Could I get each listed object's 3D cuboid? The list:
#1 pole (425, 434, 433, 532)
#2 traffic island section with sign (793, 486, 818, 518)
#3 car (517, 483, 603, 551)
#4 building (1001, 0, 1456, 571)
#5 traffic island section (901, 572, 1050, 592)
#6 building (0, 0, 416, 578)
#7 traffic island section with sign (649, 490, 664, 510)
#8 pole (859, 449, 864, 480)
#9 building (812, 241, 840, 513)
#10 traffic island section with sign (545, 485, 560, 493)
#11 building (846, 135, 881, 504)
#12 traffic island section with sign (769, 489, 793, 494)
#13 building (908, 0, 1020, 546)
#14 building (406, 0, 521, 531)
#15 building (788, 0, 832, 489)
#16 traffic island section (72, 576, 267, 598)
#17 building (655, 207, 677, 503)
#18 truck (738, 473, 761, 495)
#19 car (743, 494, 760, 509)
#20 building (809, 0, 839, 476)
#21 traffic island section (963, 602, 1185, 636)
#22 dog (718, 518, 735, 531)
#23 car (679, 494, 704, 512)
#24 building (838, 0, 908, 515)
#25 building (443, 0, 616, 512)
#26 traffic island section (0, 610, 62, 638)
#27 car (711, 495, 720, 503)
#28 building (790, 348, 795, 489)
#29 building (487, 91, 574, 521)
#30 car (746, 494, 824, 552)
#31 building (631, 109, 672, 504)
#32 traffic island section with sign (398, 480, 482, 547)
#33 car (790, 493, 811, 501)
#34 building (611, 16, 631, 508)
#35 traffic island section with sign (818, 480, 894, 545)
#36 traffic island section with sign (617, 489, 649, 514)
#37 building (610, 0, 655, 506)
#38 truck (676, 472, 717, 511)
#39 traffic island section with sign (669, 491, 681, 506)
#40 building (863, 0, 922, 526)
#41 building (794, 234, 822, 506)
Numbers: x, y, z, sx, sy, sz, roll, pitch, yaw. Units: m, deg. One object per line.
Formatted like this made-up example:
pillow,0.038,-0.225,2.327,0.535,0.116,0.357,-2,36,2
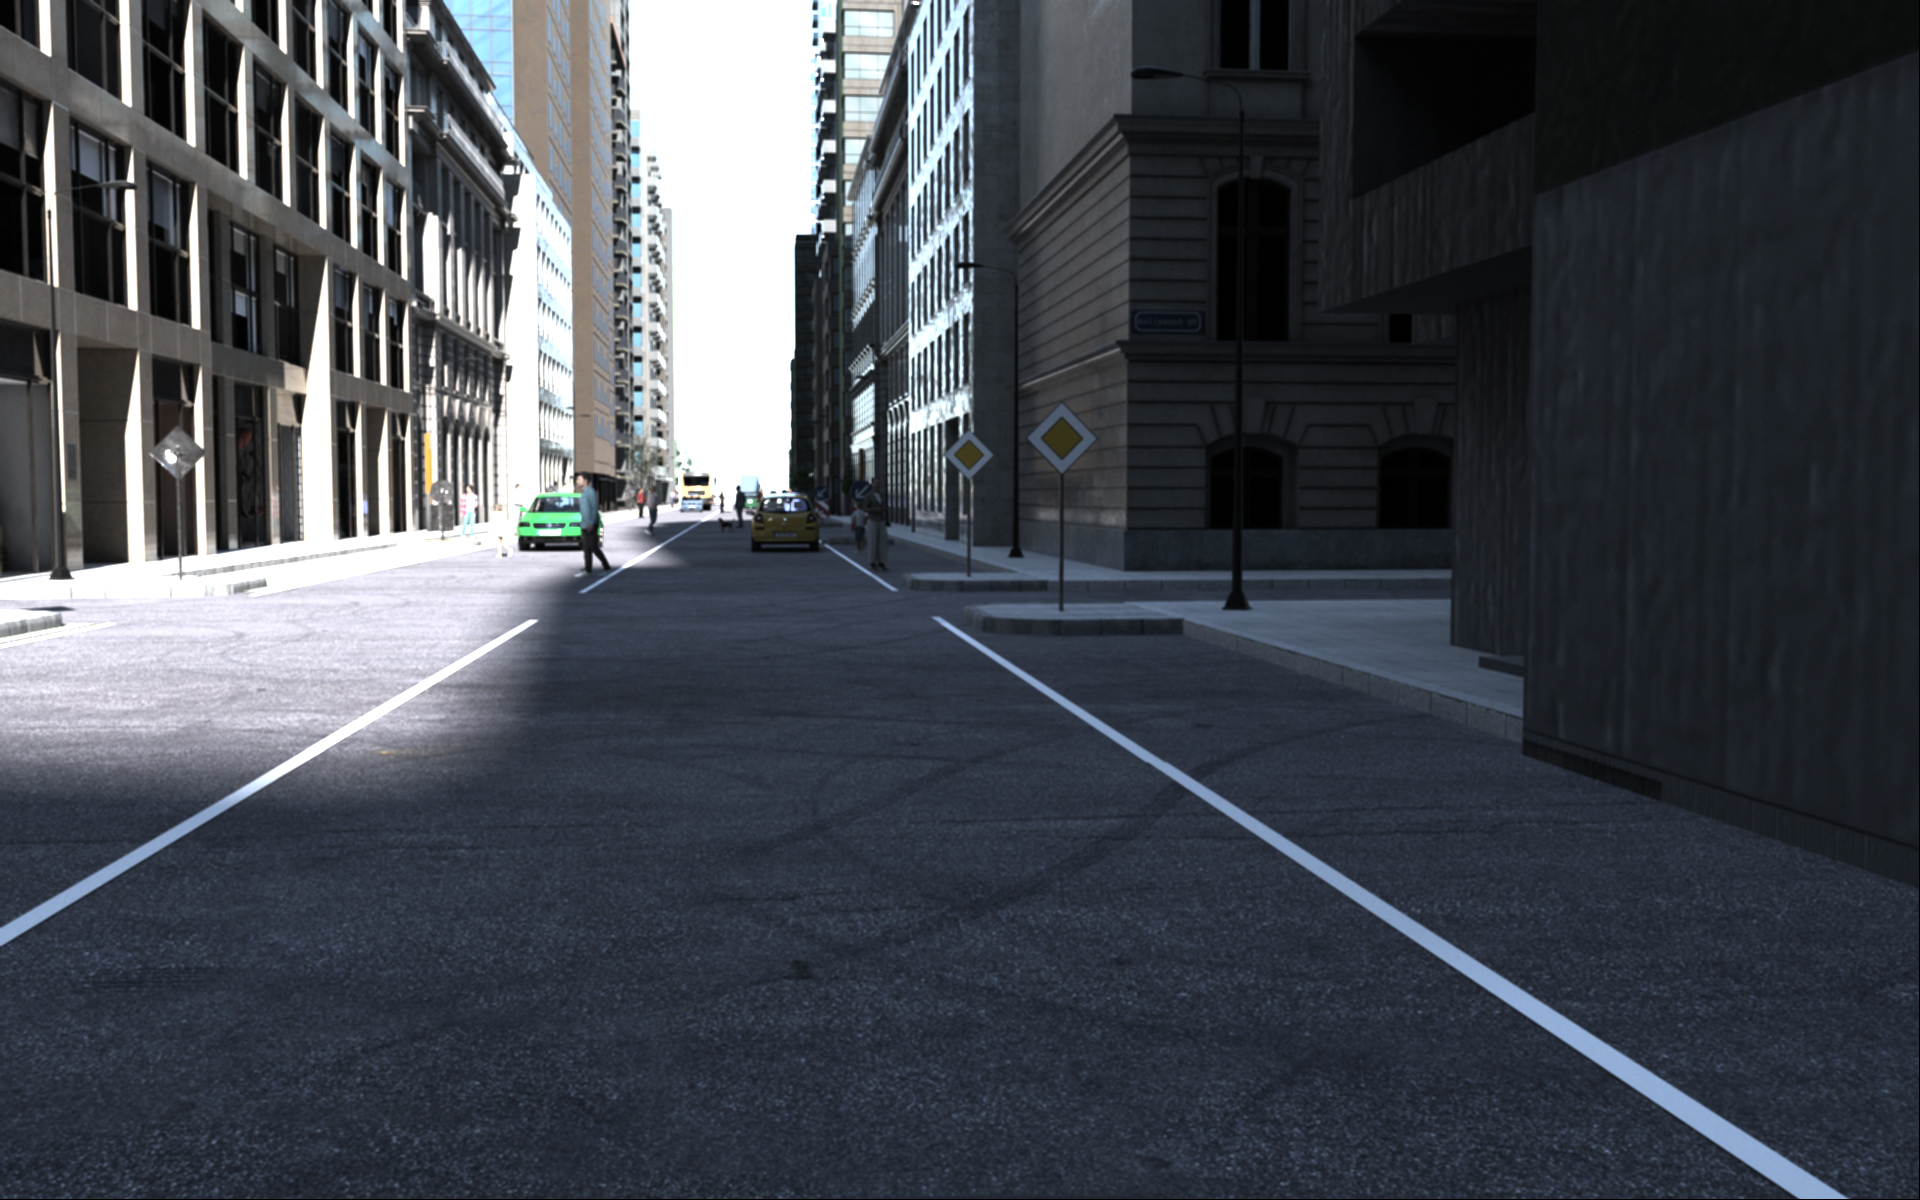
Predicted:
pole,-17.926,-3.953,58.467,0.158,3.312,0.155,0,3,0
traffic island section with sign,-6.236,-4.144,76.375,1.989,1.847,2.006,0,4,-7
car,-10.389,-2.223,45.141,1.959,1.807,4.718,0,4,-5
building,18.904,-13.215,35.147,34.723,24.649,14.460,0,4,-7
traffic island section,0.157,-0.284,26.928,2.009,0.180,2.903,0,4,-7
building,-25.887,-14.391,39.811,19.350,26.468,34.151,0,4,-7
traffic island section with sign,-26.951,-8.743,151.583,1.989,1.847,2.006,0,4,-7
pole,-4.417,-5.122,77.582,0.158,3.312,0.155,0,3,0
building,2.957,-17.694,134.344,27.650,21.520,28.899,0,4,-7
traffic island section with sign,-17.530,-4.040,74.686,1.989,1.847,2.006,0,4,-7
building,-0.685,-14.930,93.253,9.793,20.994,18.267,0,4,-7
traffic island section with sign,-15.610,-8.828,152.962,1.989,1.847,2.006,0,4,-7
building,4.454,-11.980,50.618,10.420,20.320,16.860,0,4,-7
building,-25.822,-13.910,69.223,13.314,21.916,24.055,0,4,-7
building,-12.982,-56.981,244.311,22.319,86.520,31.000,0,4,-7
traffic island section,-11.498,-0.198,25.512,2.009,0.180,2.903,0,4,-7
building,-46.759,-33.983,239.211,14.154,41.232,14.086,0,4,-7
truck,-25.683,-13.625,212.529,2.967,4.110,18.799,0,4,-8
car,-17.763,-8.221,146.206,2.131,1.459,4.920,0,4,-8
building,-2.038,-33.221,162.776,23.786,49.044,30.456,0,4,-7
traffic island section,1.128,0.201,19.002,2.009,0.180,2.903,0,4,-7
dog,-8.985,-2.893,66.590,0.540,0.507,0.406,-2,4,-28
car,-21.591,-7.791,139.379,2.014,1.417,4.499,-1,4,-9
building,-0.887,-26.181,111.662,14.154,41.232,14.086,0,4,-7
building,-34.658,-29.676,135.308,14.600,45.320,14.200,0,4,-7
traffic island section,-10.528,0.287,17.586,2.009,0.180,2.903,0,4,-7
car,-33.363,-13.751,237.192,2.083,1.381,4.827,0,4,-5
building,-7.063,-22.744,216.901,27.650,21.520,28.899,0,4,-7
building,-26.363,-14.407,90.300,10.420,20.320,16.860,0,4,-7
car,-4.490,-2.094,44.466,2.015,1.641,3.980,0,4,-6
building,-48.500,-36.484,216.121,23.786,49.044,30.456,0,4,-7
traffic island section with sign,-14.188,-2.371,47.396,1.989,1.847,2.006,0,4,-7
car,-10.975,-6.544,116.590,1.945,1.707,3.694,0,4,-8
building,-41.593,-30.673,156.132,22.147,44.769,28.867,0,4,-7
traffic island section with sign,-2.963,-2.507,49.619,1.989,1.847,2.006,0,4,-7
traffic island section with sign,-23.624,-7.086,124.481,1.989,1.847,2.006,0,4,-7
building,-44.487,-45.994,190.259,20.563,71.187,20.611,0,4,-7
truck,-23.146,-9.547,152.019,3.469,3.379,9.791,-1,4,-9
traffic island section with sign,-33.597,-12.067,205.921,1.989,1.847,2.006,0,4,-7
building,3.422,-14.059,71.671,13.314,21.916,24.055,0,4,-7
building,-11.566,-25.857,194.456,14.160,30.474,14.107,0,4,-7
